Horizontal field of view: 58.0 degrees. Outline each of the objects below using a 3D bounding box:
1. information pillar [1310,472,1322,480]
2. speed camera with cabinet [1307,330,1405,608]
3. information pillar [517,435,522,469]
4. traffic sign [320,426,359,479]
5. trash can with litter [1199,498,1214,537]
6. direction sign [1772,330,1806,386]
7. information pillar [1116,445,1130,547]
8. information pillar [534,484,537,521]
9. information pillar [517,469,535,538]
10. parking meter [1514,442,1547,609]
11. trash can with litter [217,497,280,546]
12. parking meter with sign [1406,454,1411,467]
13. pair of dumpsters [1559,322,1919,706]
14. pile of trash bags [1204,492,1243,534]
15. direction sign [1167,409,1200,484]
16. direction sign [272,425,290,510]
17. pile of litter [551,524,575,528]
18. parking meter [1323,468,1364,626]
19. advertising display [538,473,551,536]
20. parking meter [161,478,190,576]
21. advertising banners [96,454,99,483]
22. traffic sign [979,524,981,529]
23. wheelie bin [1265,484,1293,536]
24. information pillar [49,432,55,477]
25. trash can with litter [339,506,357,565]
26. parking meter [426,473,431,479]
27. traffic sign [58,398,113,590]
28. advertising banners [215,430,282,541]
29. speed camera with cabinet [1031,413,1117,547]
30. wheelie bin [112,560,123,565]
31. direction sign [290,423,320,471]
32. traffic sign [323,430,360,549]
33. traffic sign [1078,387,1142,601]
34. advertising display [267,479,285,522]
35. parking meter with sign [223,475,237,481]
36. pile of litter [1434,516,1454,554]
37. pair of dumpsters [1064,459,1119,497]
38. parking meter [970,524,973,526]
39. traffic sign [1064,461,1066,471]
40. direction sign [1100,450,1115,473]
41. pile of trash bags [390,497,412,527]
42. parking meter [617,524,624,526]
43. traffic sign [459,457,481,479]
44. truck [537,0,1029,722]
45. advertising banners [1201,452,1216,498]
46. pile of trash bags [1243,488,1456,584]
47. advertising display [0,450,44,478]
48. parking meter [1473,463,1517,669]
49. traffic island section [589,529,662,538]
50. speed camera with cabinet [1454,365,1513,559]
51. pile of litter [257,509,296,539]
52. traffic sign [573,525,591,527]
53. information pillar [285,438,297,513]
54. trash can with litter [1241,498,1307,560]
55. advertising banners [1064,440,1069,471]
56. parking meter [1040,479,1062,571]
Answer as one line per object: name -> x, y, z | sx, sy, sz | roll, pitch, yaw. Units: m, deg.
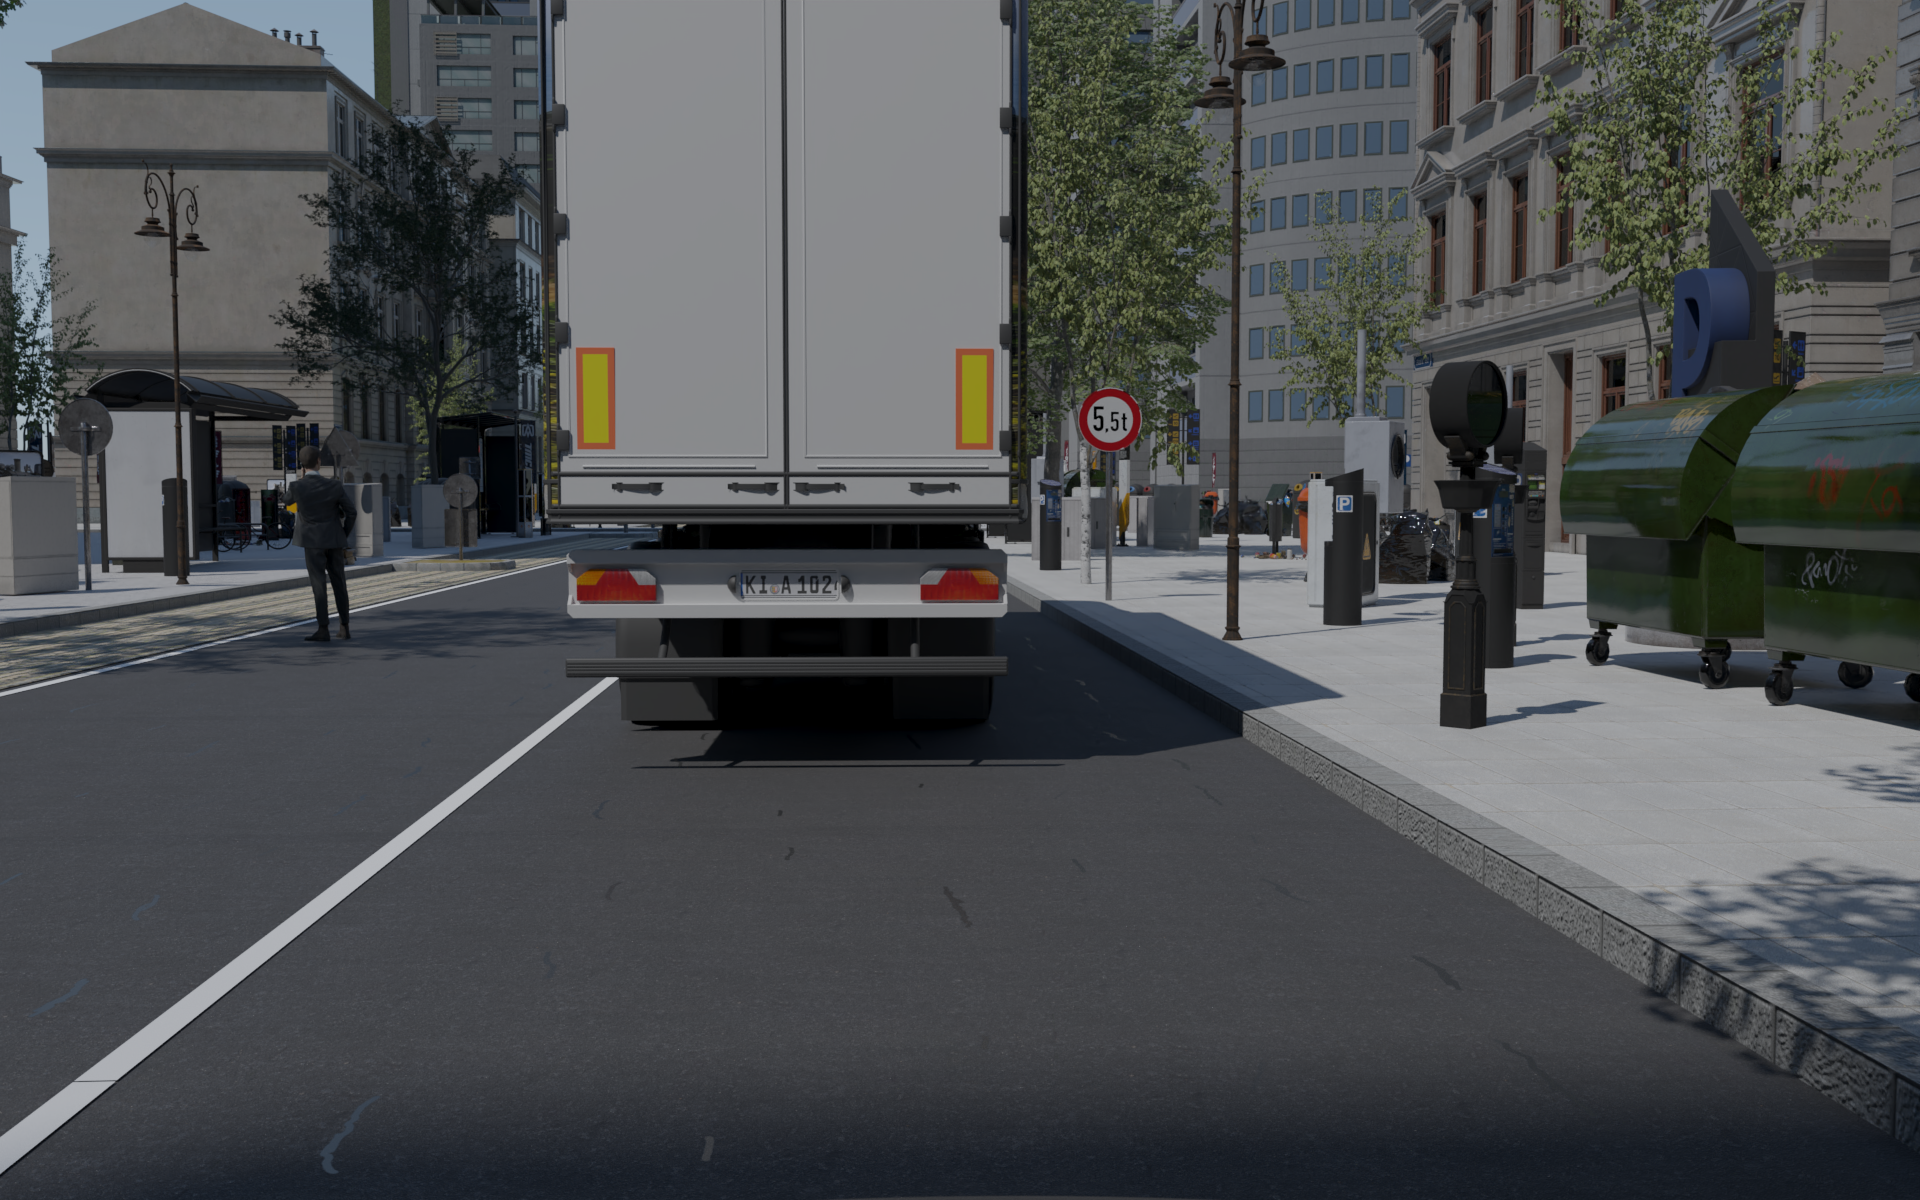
information pillar -> 11.995, -3.298, 58.413 | 0.304, 2.012, 0.304 | -1, 4, -17
speed camera with cabinet -> 4.663, -1.585, 20.249 | 0.660, 3.252, 2.038 | 2, 4, 29
information pillar -> -16.450, -4.505, 65.007 | 0.504, 3.616, 0.183 | -3, 5, -40
traffic sign -> -12.009, -2.038, 33.326 | 0.884, 2.594, 0.081 | 0, 4, -1
trash can with litter -> 7.199, -2.441, 51.297 | 0.624, 1.170, 1.055 | 0, 4, 5
direction sign -> 11.431, -1.962, 24.073 | 0.876, 3.537, 0.379 | -2, 4, -31
information pillar -> 4.009, -3.114, 42.269 | 0.183, 3.616, 0.504 | -1, 4, -18
information pillar -> -20.419, -5.605, 82.988 | 0.183, 3.616, 0.504 | -2, 4, -31
information pillar -> -12.744, -2.830, 50.764 | 0.304, 2.012, 0.304 | 3, 4, 36
parking meter -> 6.350, -0.834, 19.345 | 0.255, 1.863, 0.399 | 0, 4, -6
trash can with litter -> -18.134, -1.976, 43.359 | 2.233, 1.210, 1.678 | 1, 4, 18
parking meter with sign -> 19.517, -4.932, 76.896 | 0.543, 3.016, 1.738 | 0, 4, 1
pair of dumpsters -> 5.434, -0.515, 10.913 | 1.574, 2.255, 4.437 | 0, 4, -4
pile of trash bags -> 9.699, -2.824, 55.933 | 1.912, 1.369, 3.447 | 3, 5, 44
direction sign -> 5.947, -3.315, 46.193 | 0.876, 3.537, 0.379 | 1, 4, 9
direction sign -> -22.256, -3.983, 57.121 | 0.379, 3.537, 0.876 | 2, 4, 32
pile of litter -> -15.179, -3.161, 65.643 | 1.176, 0.858, 1.719 | -1, 4, -12
parking meter -> 3.754, -0.523, 16.959 | 0.372, 1.533, 0.369 | 0, 3, 0
advertising display -> -12.834, -2.962, 53.635 | 0.123, 1.923, 0.974 | 0, 4, 5
parking meter -> -12.266, -1.142, 27.086 | 0.372, 1.533, 0.369 | 0, 3, 0
advertising banners -> -21.264, -2.923, 43.974 | 0.090, 3.025, 2.074 | 1, 4, 13
traffic sign -> 0.627, -3.328, 54.511 | 0.768, 2.556, 0.104 | 0, 4, 3
wheelie bin -> 9.716, -2.735, 52.627 | 0.693, 1.594, 0.980 | -3, 5, -41
information pillar -> -34.245, -4.528, 65.382 | 0.183, 3.616, 0.504 | -1, 4, -18
trash can with litter -> -11.253, -1.200, 31.014 | 0.624, 1.170, 1.055 | 0, 4, 2
parking meter -> -14.833, -2.625, 48.635 | 0.255, 1.863, 0.399 | -1, 4, -9
traffic sign -> -11.642, -1.404, 23.063 | 0.768, 2.556, 0.104 | 0, 4, 5
advertising banners -> -19.775, -3.151, 47.708 | 2.074, 3.025, 0.090 | 0, 4, -4
speed camera with cabinet -> 2.794, -2.939, 42.388 | 2.038, 3.252, 0.660 | 1, 4, 23
wheelie bin -> -15.062, -1.436, 31.389 | 0.693, 1.594, 0.980 | 0, 4, 4
direction sign -> -20.837, -3.878, 55.409 | 0.876, 3.537, 0.379 | 1, 4, 21
traffic sign -> -12.333, -2.106, 34.535 | 0.768, 2.556, 0.104 | 0, 4, 4
traffic sign -> 1.792, -1.265, 20.795 | 0.768, 2.556, 0.104 | 0, 4, -2
advertising display -> -29.017, -4.194, 73.786 | 0.974, 1.923, 0.123 | 0, 4, 0
parking meter with sign -> -29.775, -4.535, 70.412 | 1.738, 3.016, 0.543 | -1, 4, -12
pile of litter -> 9.483, -1.199, 33.566 | 1.176, 0.858, 1.719 | 0, 4, 2
pair of dumpsters -> 3.447, -2.839, 48.916 | 1.574, 2.255, 4.437 | 0, 4, -3
parking meter -> 0.337, -2.933, 56.365 | 0.372, 1.533, 0.369 | 0, 3, 0
traffic sign -> 2.943, -3.106, 52.918 | 0.606, 2.300, 0.079 | 0, 4, 4
direction sign -> 6.270, -4.994, 73.645 | 0.876, 3.537, 0.379 | -3, 5, -41
pile of trash bags -> -21.134, -3.562, 67.985 | 3.447, 1.369, 1.912 | 0, 4, -5
parking meter -> -13.718, -3.942, 70.170 | 0.399, 1.863, 0.255 | 1, 4, 8
traffic sign -> -13.457, -2.781, 47.597 | 0.606, 2.300, 0.079 | 0, 4, 3
truck -> -1.069, -1.548, 14.218 | 2.839, 4.237, 11.283 | 0, 4, -2
advertising banners -> 10.595, -4.746, 73.777 | 0.090, 3.025, 2.074 | 0, 4, -7
pile of trash bags -> 5.827, -0.935, 25.047 | 1.912, 1.369, 3.447 | 3, 4, 39
advertising display -> -13.827, -1.221, 25.180 | 0.123, 1.923, 0.974 | 3, 5, 40
parking meter -> 3.927, -0.271, 12.850 | 0.372, 1.533, 0.369 | 0, 3, 0
traffic island section -> -11.115, -2.155, 57.514 | 2.009, 0.180, 2.903 | 0, 4, -4
speed camera with cabinet -> 8.330, -2.024, 27.435 | 0.660, 3.252, 2.038 | 0, 4, 5
pile of litter -> -19.370, -2.205, 50.024 | 1.719, 0.858, 1.176 | 1, 4, 13
traffic sign -> -14.892, -4.540, 68.099 | 2.265, 3.308, 0.079 | 0, 4, 3
information pillar -> -27.432, -4.868, 70.950 | 0.504, 3.616, 0.183 | 0, 4, 6
trash can with litter -> 6.494, -1.450, 34.767 | 1.678, 1.210, 2.233 | 1, 4, 18
advertising banners -> 3.605, -3.625, 55.458 | 0.090, 3.025, 2.074 | -1, 4, -11
parking meter -> 1.526, -1.268, 29.135 | 0.372, 1.533, 0.369 | 0, 3, 0
